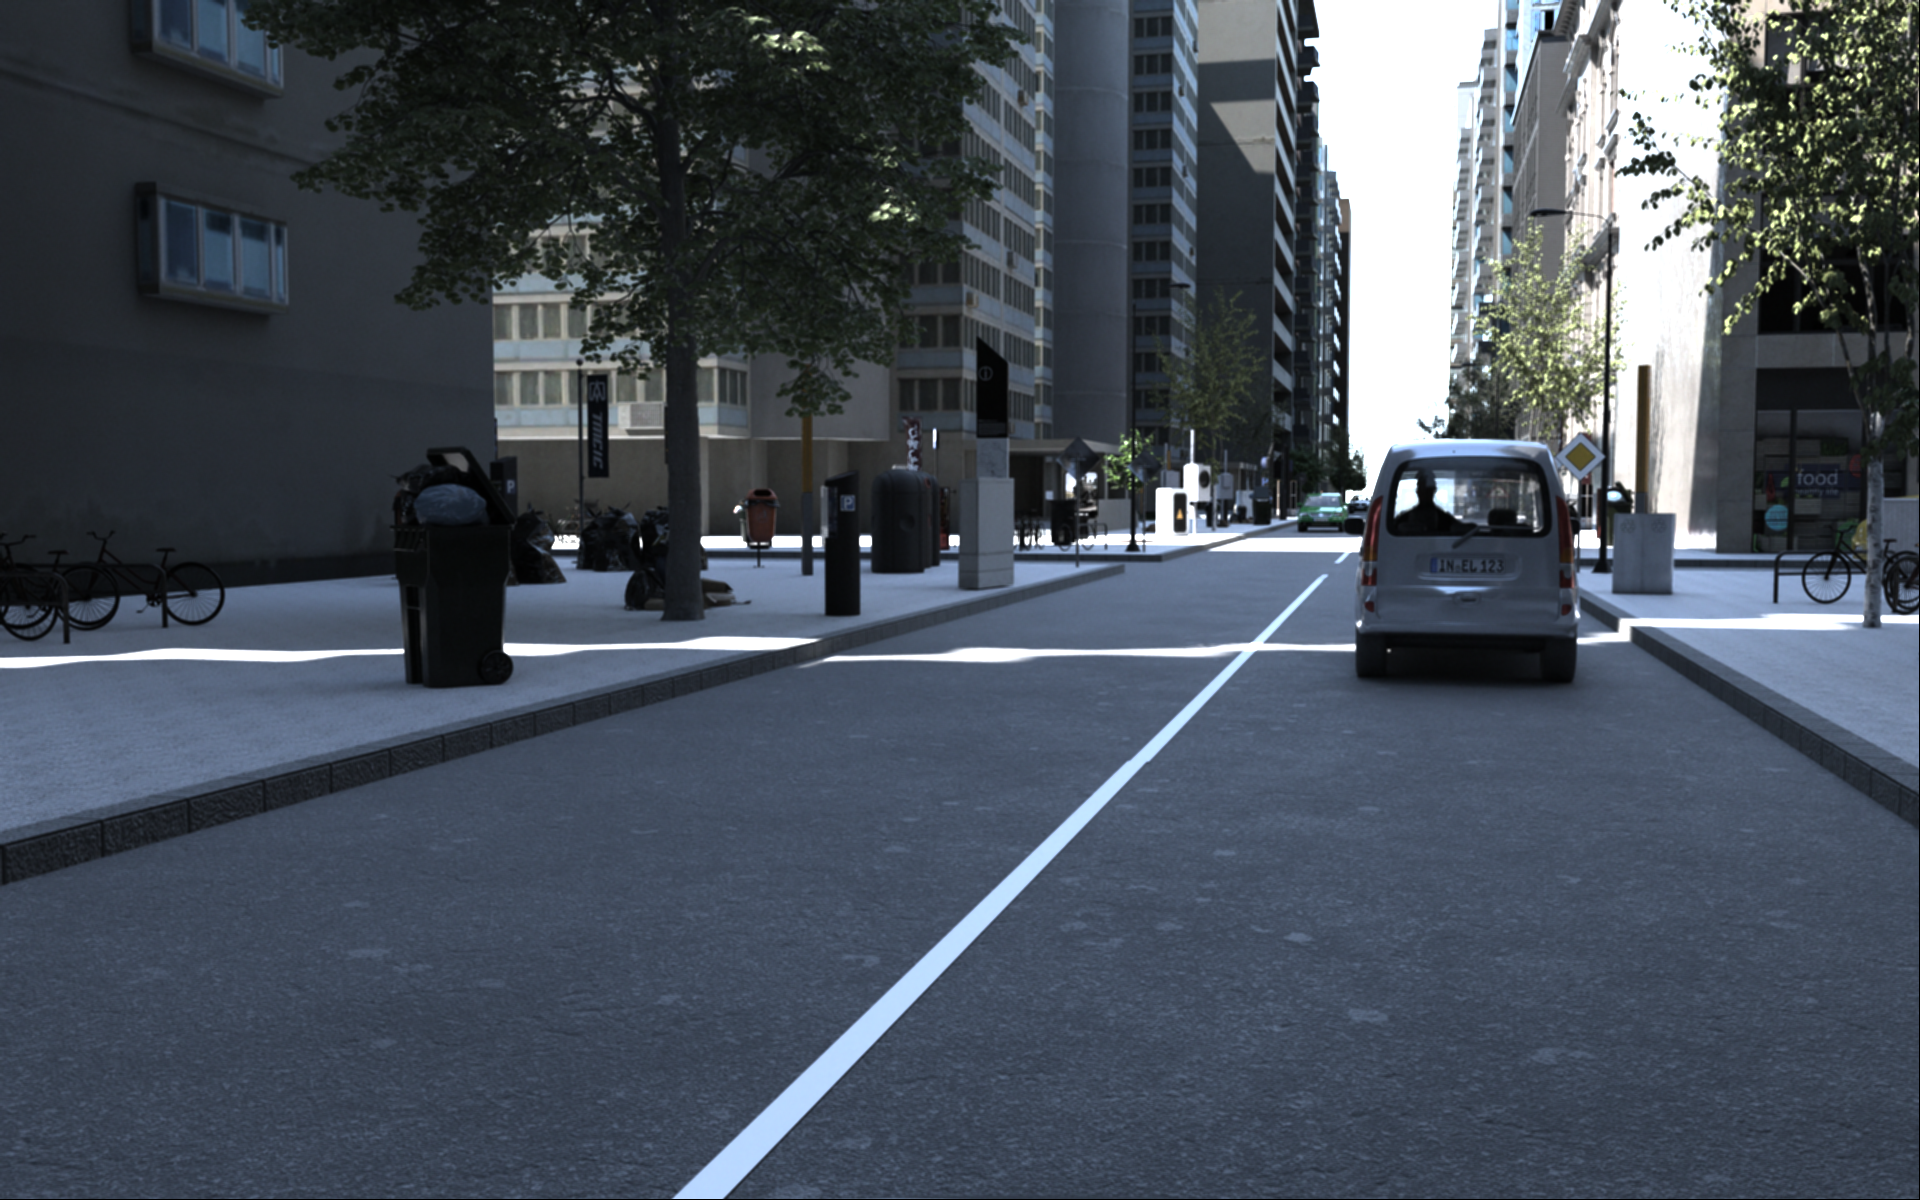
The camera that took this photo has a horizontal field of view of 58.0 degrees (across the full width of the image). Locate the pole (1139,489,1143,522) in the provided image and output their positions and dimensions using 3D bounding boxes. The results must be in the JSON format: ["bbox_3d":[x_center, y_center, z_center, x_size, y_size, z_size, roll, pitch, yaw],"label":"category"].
[{"bbox_3d":[8.243,-5.189,78.676,0.158,3.312,0.155,0,3,0],"label":"pole"}]

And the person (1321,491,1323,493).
[{"bbox_3d":[39.778,-11.118,190.371,1.348,1.812,0.705,0,4,6],"label":"person"}]

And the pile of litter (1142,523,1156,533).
[{"bbox_3d":[6.672,-2.716,58.364,1.176,0.858,1.719,2,4,27],"label":"pile of litter"}]

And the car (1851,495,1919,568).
[{"bbox_3d":[17.947,-1.237,30.452,3.980,1.641,2.015,1,4,13],"label":"car"}]

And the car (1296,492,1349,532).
[{"bbox_3d":[13.934,-3.525,66.437,1.959,1.807,4.718,1,4,14],"label":"car"}]

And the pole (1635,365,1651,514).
[{"bbox_3d":[10.834,-2.059,27.507,0.158,3.312,0.155,0,3,0],"label":"pole"}]

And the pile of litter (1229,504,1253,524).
[{"bbox_3d":[12.398,-3.747,75.228,1.719,0.858,1.176,0,4,-4],"label":"pile of litter"}]

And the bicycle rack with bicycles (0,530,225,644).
[{"bbox_3d":[-8.683,-0.152,15.875,2.925,0.926,2.852,0,4,2],"label":"bicycle rack with bicycles"}]

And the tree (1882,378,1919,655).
[{"bbox_3d":[7.839,-1.123,12.960,1.663,3.219,1.824,0,3,0],"label":"tree"}]

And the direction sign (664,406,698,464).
[{"bbox_3d":[-7.215,-3.237,44.919,0.876,3.537,0.379,-1,4,-21],"label":"direction sign"}]

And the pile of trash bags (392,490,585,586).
[{"bbox_3d":[-7.326,-0.953,25.331,3.447,1.369,1.912,3,5,44],"label":"pile of trash bags"}]

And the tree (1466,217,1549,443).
[{"bbox_3d":[15.808,-5.881,46.518,4.737,8.622,4.395,0,3,0],"label":"tree"}]

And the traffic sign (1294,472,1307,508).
[{"bbox_3d":[19.905,-6.188,101.272,0.768,2.556,0.104,1,4,23],"label":"traffic sign"}]

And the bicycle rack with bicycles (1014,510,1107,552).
[{"bbox_3d":[2.016,-1.601,39.556,2.852,0.926,2.925,2,4,27],"label":"bicycle rack with bicycles"}]

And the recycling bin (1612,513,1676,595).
[{"bbox_3d":[8.879,-0.607,22.481,0.722,1.027,0.722,2,4,24],"label":"recycling bin"}]

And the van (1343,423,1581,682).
[{"bbox_3d":[4.260,-0.471,14.720,2.013,2.044,4.112,1,4,15],"label":"van"}]

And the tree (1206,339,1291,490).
[{"bbox_3d":[13.530,-7.989,80.987,4.360,8.622,3.978,0,3,0],"label":"tree"}]

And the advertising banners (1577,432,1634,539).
[{"bbox_3d":[18.452,-3.263,49.544,2.074,3.025,0.090,-1,4,-22],"label":"advertising banners"}]

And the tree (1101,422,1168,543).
[{"bbox_3d":[4.531,-3.150,46.109,1.663,3.219,1.824,0,3,0],"label":"tree"}]

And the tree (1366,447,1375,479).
[{"bbox_3d":[61.197,-19.205,264.367,4.360,8.622,3.978,0,3,0],"label":"tree"}]

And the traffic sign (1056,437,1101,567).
[{"bbox_3d":[2.061,-1.631,30.302,0.795,2.450,0.064,1,4,14],"label":"traffic sign"}]

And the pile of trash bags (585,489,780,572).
[{"bbox_3d":[-4.813,-1.222,29.729,3.447,1.369,1.912,-1,4,-16],"label":"pile of trash bags"}]

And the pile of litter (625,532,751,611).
[{"bbox_3d":[-3.097,-0.353,19.729,1.719,0.858,1.176,-3,4,-36],"label":"pile of litter"}]

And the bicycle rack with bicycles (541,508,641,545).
[{"bbox_3d":[-9.595,-1.917,44.723,2.925,0.926,2.852,-1,4,-15],"label":"bicycle rack with bicycles"}]

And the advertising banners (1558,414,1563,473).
[{"bbox_3d":[13.304,-2.600,38.693,0.090,3.025,2.074,1,4,14],"label":"advertising banners"}]

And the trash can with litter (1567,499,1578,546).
[{"bbox_3d":[14.133,-1.815,41.069,0.624,1.170,1.055,-2,4,-31],"label":"trash can with litter"}]

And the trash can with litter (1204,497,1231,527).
[{"bbox_3d":[9.986,-3.401,67.001,1.055,1.170,0.624,3,5,40],"label":"trash can with litter"}]

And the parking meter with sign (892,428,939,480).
[{"bbox_3d":[-1.445,-3.032,45.832,1.738,3.016,0.543,0,4,-8],"label":"parking meter with sign"}]

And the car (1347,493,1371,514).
[{"bbox_3d":[29.343,-7.143,126.570,2.009,1.686,4.222,1,4,15],"label":"car"}]

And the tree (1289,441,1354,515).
[{"bbox_3d":[20.957,-7.519,106.648,4.285,4.588,4.351,0,3,0],"label":"tree"}]

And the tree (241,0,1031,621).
[{"bbox_3d":[-3.143,-6.087,17.642,7.486,12.596,7.792,0,3,0],"label":"tree"}]

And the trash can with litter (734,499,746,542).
[{"bbox_3d":[-5.529,-2.117,45.998,0.624,1.170,1.055,1,4,15],"label":"trash can with litter"}]

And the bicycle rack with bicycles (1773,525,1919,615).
[{"bbox_3d":[10.876,-0.385,19.669,2.925,0.926,2.852,-1,4,-15],"label":"bicycle rack with bicycles"}]

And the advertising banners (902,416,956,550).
[{"bbox_3d":[-0.426,-2.646,39.453,2.074,3.025,0.090,-2,4,-32],"label":"advertising banners"}]

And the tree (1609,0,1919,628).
[{"bbox_3d":[8.552,-4.040,16.421,4.737,8.622,4.395,0,3,0],"label":"tree"}]

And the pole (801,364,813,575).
[{"bbox_3d":[-2.416,-2.046,27.295,0.158,3.312,0.155,0,3,0],"label":"pole"}]

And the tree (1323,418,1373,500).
[{"bbox_3d":[37.355,-13.316,168.075,4.737,8.622,4.395,0,3,0],"label":"tree"}]

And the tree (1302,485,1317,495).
[{"bbox_3d":[25.171,-8.035,125.977,1.663,3.219,1.824,0,3,0],"label":"tree"}]

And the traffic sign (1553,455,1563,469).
[{"bbox_3d":[12.079,-1.976,35.957,0.795,2.450,0.064,1,4,14],"label":"traffic sign"}]

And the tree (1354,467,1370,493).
[{"bbox_3d":[38.442,-11.612,173.572,4.285,4.588,4.351,0,3,0],"label":"tree"}]

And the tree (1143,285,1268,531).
[{"bbox_3d":[8.634,-6.713,60.120,4.737,8.622,4.395,0,3,0],"label":"tree"}]

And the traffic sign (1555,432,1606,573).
[{"bbox_3d":[10.089,-1.503,28.223,0.795,2.450,0.064,1,4,14],"label":"traffic sign"}]

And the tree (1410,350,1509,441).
[{"bbox_3d":[33.485,-10.942,113.320,8.767,10.594,7.601,2,4,26],"label":"tree"}]

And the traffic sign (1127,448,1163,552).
[{"bbox_3d":[4.051,-2.104,38.036,0.795,2.450,0.064,1,4,14],"label":"traffic sign"}]

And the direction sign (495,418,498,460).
[{"bbox_3d":[-14.225,-3.646,51.614,0.876,3.537,0.379,-1,4,-15],"label":"direction sign"}]

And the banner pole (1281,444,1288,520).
[{"bbox_3d":[16.198,-5.918,86.771,0.401,3.779,0.863,2,4,24],"label":"banner pole"}]

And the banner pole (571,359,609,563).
[{"bbox_3d":[-6.824,-2.570,32.039,0.863,3.779,0.401,2,4,25],"label":"banner pole"}]

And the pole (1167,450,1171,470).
[{"bbox_3d":[9.734,-5.326,80.920,0.158,3.312,0.155,0,3,0],"label":"pole"}]

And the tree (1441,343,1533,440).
[{"bbox_3d":[24.950,-8.036,81.758,4.360,8.622,3.978,0,3,0],"label":"tree"}]

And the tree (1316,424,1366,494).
[{"bbox_3d":[39.102,-14.040,179.914,4.360,8.622,3.978,0,3,0],"label":"tree"}]
